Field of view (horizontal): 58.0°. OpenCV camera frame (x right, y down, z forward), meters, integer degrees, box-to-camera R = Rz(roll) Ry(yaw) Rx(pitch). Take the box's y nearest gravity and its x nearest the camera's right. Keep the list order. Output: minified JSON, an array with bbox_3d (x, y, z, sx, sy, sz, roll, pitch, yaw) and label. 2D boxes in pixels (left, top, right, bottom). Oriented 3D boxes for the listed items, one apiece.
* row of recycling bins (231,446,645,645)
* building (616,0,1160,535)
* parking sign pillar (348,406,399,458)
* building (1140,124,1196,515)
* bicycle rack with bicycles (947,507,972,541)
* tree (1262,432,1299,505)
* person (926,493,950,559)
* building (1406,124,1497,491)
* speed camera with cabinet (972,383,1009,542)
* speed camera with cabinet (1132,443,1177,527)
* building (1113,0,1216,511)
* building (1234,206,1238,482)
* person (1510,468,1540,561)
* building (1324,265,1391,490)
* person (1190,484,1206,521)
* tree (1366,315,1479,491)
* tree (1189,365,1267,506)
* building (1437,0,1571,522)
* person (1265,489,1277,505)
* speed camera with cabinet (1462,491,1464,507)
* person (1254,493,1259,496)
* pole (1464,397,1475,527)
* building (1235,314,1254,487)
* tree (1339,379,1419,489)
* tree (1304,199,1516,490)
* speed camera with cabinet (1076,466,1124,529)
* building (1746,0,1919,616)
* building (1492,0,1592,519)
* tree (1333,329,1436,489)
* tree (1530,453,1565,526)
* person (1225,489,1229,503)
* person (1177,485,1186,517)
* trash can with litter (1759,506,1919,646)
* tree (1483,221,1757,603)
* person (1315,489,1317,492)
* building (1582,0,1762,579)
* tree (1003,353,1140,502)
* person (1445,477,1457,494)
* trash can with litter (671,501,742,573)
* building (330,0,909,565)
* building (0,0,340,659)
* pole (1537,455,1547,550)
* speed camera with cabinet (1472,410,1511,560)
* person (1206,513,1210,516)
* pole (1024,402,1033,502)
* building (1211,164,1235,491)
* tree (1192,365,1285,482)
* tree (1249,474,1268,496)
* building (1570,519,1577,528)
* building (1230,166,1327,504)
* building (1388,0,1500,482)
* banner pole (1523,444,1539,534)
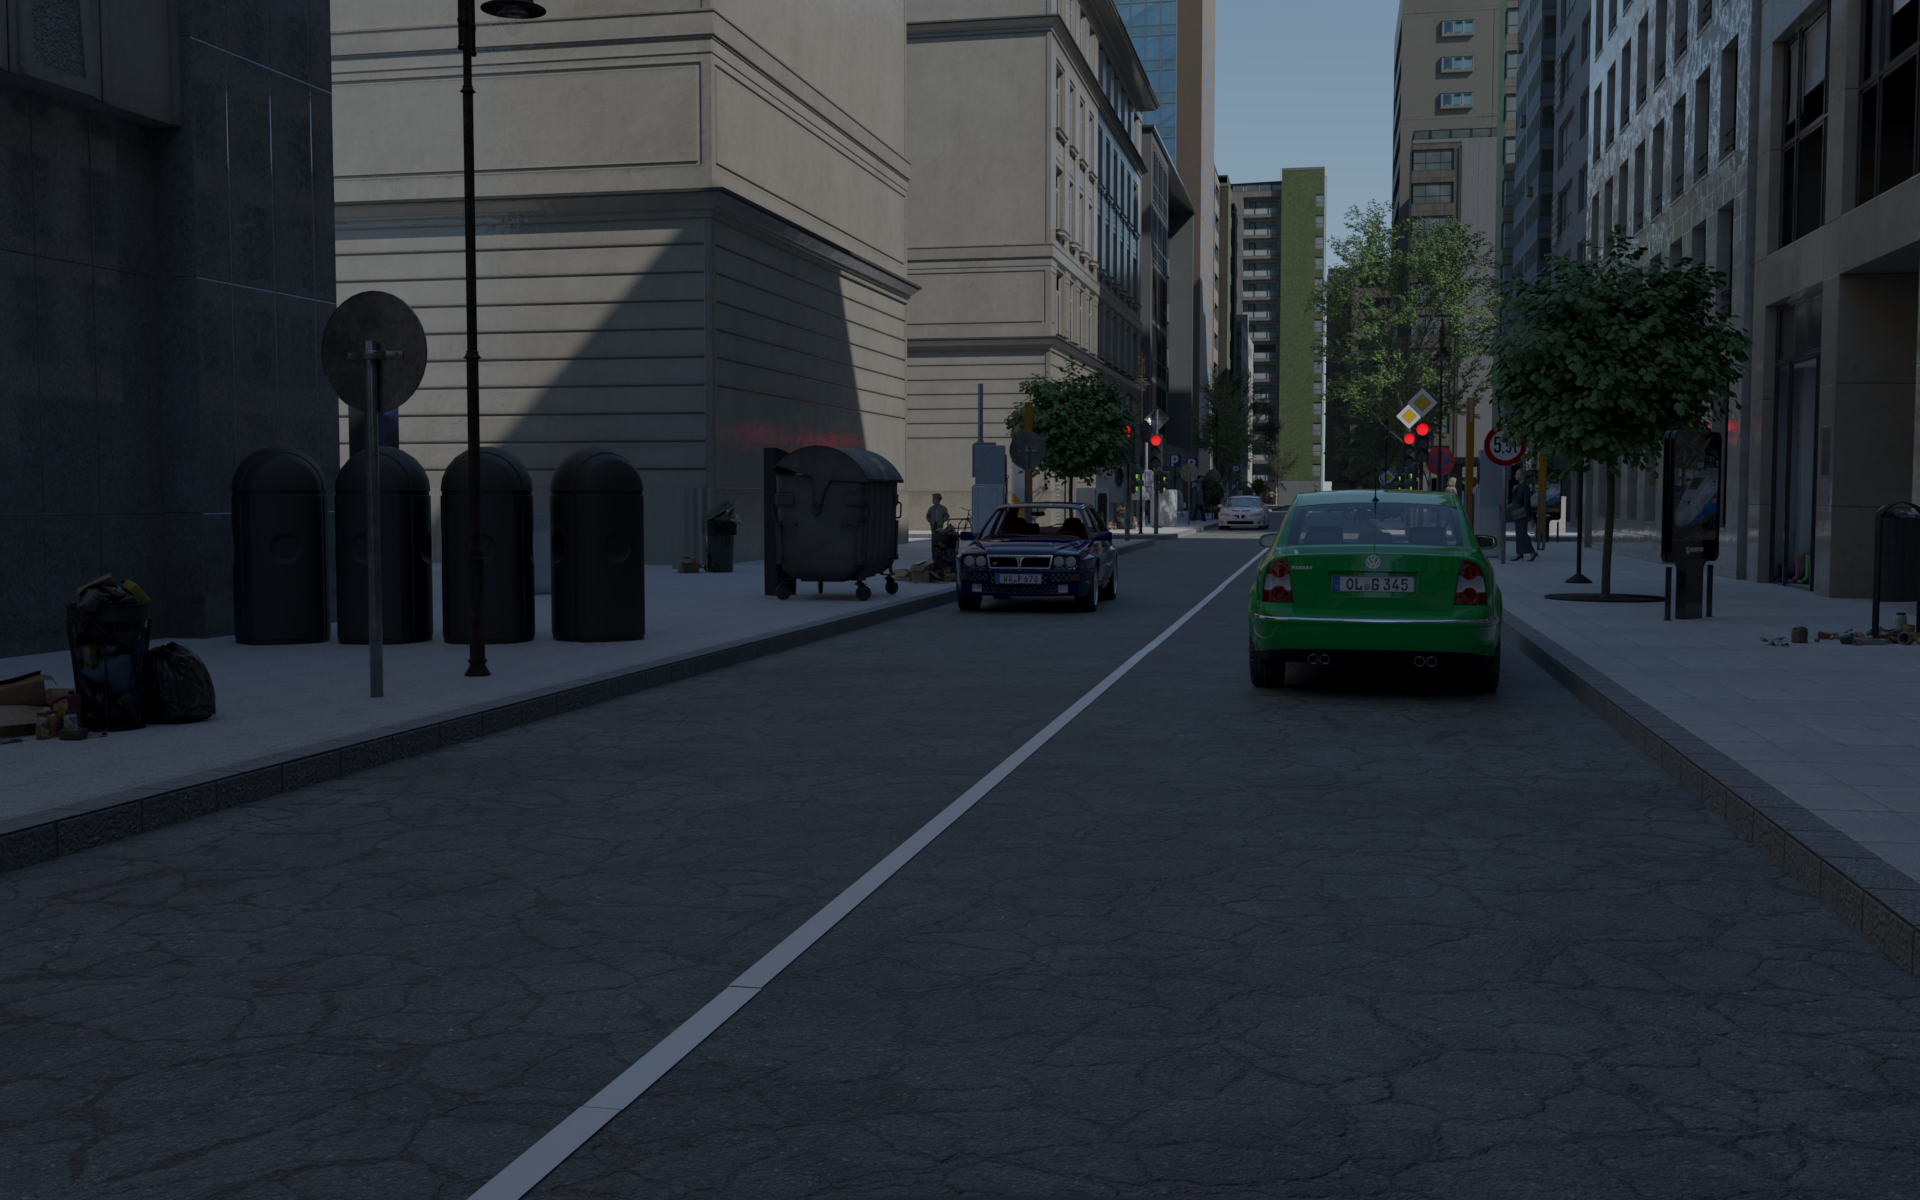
[{"bbox_3d":[-4.538,-0.491,15.144,3.534,1.692,1.069,0,4,-6],"label":"row of recycling bins"},{"bbox_3d":[-0.997,-14.748,74.411,16.112,22.955,30.059,1,4,12],"label":"building"},{"bbox_3d":[-9.316,-2.392,27.574,1.447,3.967,1.447,0,4,-2],"label":"parking sign pillar"},{"bbox_3d":[5.863,-17.437,104.153,14.314,24.678,30.058,1,4,12],"label":"building"},{"bbox_3d":[1.066,-2.092,47.593,2.852,0.926,2.925,2,4,31],"label":"bicycle rack with bicycles"},{"bbox_3d":[36.812,-15.271,200.034,4.360,8.622,3.978,0,3,0],"label":"tree"},{"bbox_3d":[-0.437,-1.463,34.237,0.475,1.303,0.640,0,4,-2],"label":"person"},{"bbox_3d":[43.100,-22.478,139.209,14.160,30.474,14.107,1,4,12],"label":"building"},{"bbox_3d":[0.525,-2.203,30.359,0.660,3.252,2.038,0,4,2],"label":"speed camera with cabinet"},{"bbox_3d":[7.555,-4.458,67.220,2.038,3.252,0.660,-3,5,-41],"label":"speed camera with cabinet"},{"bbox_3d":[12.721,-29.819,137.647,14.600,45.320,14.200,1,4,12],"label":"building"},{"bbox_3d":[19.125,-24.145,166.467,14.160,30.474,14.107,1,4,12],"label":"building"},{"bbox_3d":[10.788,-1.629,33.101,0.534,1.772,0.576,1,4,11],"label":"person"},{"bbox_3d":[53.019,-27.289,217.871,14.107,30.474,14.160,1,4,12],"label":"building"},{"bbox_3d":[11.171,-4.586,81.420,0.834,1.777,0.661,0,4,7],"label":"person"},{"bbox_3d":[19.007,-7.372,70.899,4.737,8.622,4.395,0,3,0],"label":"tree"},{"bbox_3d":[14.858,-9.004,97.579,4.737,8.622,4.395,0,3,0],"label":"tree"},{"bbox_3d":[39.675,-23.845,81.741,32.217,40.220,23.993,1,4,12],"label":"building"},{"bbox_3d":[35.166,-11.600,195.717,1.348,1.823,0.705,0,4,7],"label":"person"},{"bbox_3d":[29.539,-6.648,103.029,2.038,3.252,0.660,-2,4,-32],"label":"speed camera with cabinet"},{"bbox_3d":[31.332,-10.816,182.893,0.705,1.823,1.348,-1,4,-16],"label":"person"},{"bbox_3d":[10.779,-2.618,36.647,0.158,3.312,0.155,0,3,0],"label":"pole"},{"bbox_3d":[16.941,-21.122,190.386,28.899,21.520,27.650,1,4,12],"label":"building"},{"bbox_3d":[26.697,-9.661,108.326,4.360,8.622,3.978,0,3,0],"label":"tree"},{"bbox_3d":[15.905,-8.292,61.330,9.928,11.665,9.643,0,3,0],"label":"tree"},{"bbox_3d":[3.669,-3.116,45.284,0.660,3.252,2.038,2,4,26],"label":"speed camera with cabinet"},{"bbox_3d":[17.472,-12.339,6.264,19.350,26.468,34.151,1,4,12],"label":"building"},{"bbox_3d":[40.914,-26.022,109.047,14.154,41.232,14.086,1,4,12],"label":"building"},{"bbox_3d":[28.952,-12.221,117.943,7.486,12.596,7.792,0,3,0],"label":"tree"},{"bbox_3d":[23.710,-4.605,69.891,1.663,3.219,1.824,0,3,0],"label":"tree"},{"bbox_3d":[20.389,-7.697,131.890,0.705,1.824,1.348,-2,4,-29],"label":"person"},{"bbox_3d":[12.304,-5.551,97.161,0.694,1.780,0.624,-3,4,-36],"label":"person"},{"bbox_3d":[7.831,-0.251,15.159,2.233,1.210,1.678,-1,4,-18],"label":"trash can with litter"},{"bbox_3d":[7.852,-2.278,20.960,4.285,4.588,4.351,0,3,0],"label":"tree"},{"bbox_3d":[31.118,-8.779,151.897,0.599,1.838,0.709,-2,4,-24],"label":"person"},{"bbox_3d":[18.466,-10.868,32.446,10.420,20.320,16.860,1,4,12],"label":"building"},{"bbox_3d":[2.632,-3.488,40.749,4.285,4.588,4.351,0,3,0],"label":"tree"},{"bbox_3d":[15.310,-2.915,53.889,0.709,1.800,0.728,-3,4,-37],"label":"person"},{"bbox_3d":[-4.137,-1.033,28.276,1.055,1.170,0.624,-2,4,-27],"label":"trash can with litter"},{"bbox_3d":[-16.781,-12.675,40.518,30.059,22.955,16.112,1,4,12],"label":"building"},{"bbox_3d":[-14.178,-11.637,8.291,12.078,24.808,19.932,1,4,12],"label":"building"},{"bbox_3d":[13.254,-2.787,39.406,0.158,3.312,0.155,0,3,0],"label":"pole"},{"bbox_3d":[10.612,-2.466,34.659,0.660,3.252,2.038,1,4,13],"label":"speed camera with cabinet"},{"bbox_3d":[14.201,-5.722,99.783,0.709,1.800,0.728,-1,4,-12],"label":"person"},{"bbox_3d":[1.521,-2.727,38.435,0.158,3.312,0.155,0,3,0],"label":"pole"},{"bbox_3d":[16.209,-23.248,151.802,14.160,30.474,14.107,1,4,12],"label":"building"},{"bbox_3d":[19.907,-11.628,124.533,7.601,10.594,8.767,-3,5,-39],"label":"tree"},{"bbox_3d":[29.274,-10.623,168.290,1.663,3.219,1.824,0,3,0],"label":"tree"},{"bbox_3d":[28.356,-22.948,58.794,14.086,41.232,14.154,1,4,12],"label":"building"},{"bbox_3d":[39.151,-32.814,220.096,14.086,41.232,14.154,1,4,12],"label":"building"},{"bbox_3d":[50.146,-32.556,155.986,21.300,48.544,21.600,1,4,12],"label":"building"},{"bbox_3d":[18.354,-4.009,55.571,0.401,3.779,0.863,-2,4,-28],"label":"banner pole"}]
